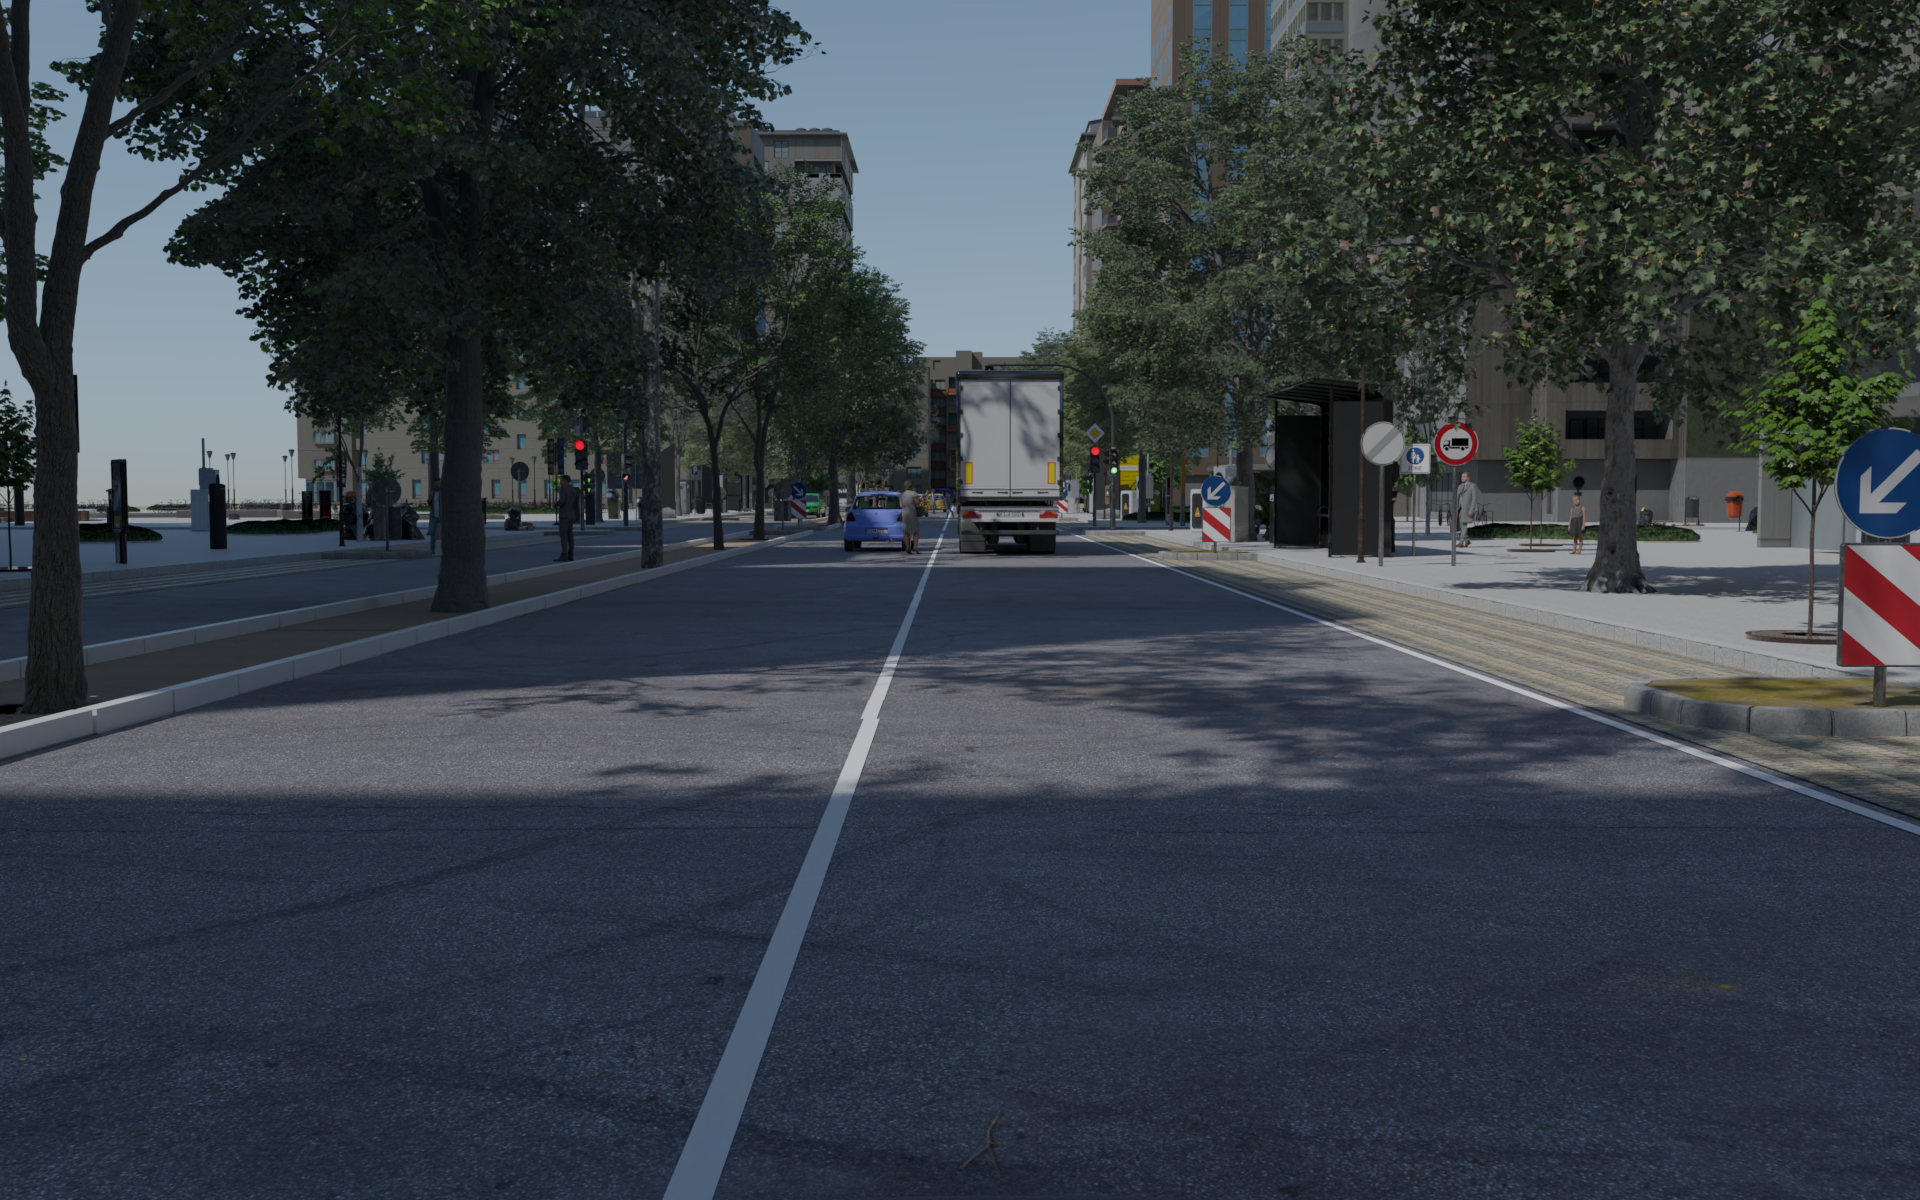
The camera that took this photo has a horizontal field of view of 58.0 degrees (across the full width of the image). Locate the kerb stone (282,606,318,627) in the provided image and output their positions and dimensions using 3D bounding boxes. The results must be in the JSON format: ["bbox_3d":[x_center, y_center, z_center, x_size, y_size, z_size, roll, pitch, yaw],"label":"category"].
[{"bbox_3d":[-7.325,0.195,19.012,0.120,0.150,1.000,0,3,0],"label":"kerb stone"}]

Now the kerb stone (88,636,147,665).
[{"bbox_3d":[-7.322,0.445,14.918,0.120,0.150,1.000,0,3,0],"label":"kerb stone"}]

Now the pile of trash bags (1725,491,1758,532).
[{"bbox_3d":[27.902,-3.056,59.720,3.447,1.369,1.912,-1,4,-16],"label":"pile of trash bags"}]

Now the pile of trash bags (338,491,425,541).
[{"bbox_3d":[-16.683,-2.405,49.071,1.912,1.369,3.447,-3,5,-45],"label":"pile of trash bags"}]

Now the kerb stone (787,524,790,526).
[{"bbox_3d":[-7.383,-3.099,72.895,0.120,0.150,1.000,0,3,0],"label":"kerb stone"}]

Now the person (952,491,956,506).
[{"bbox_3d":[-0.698,-12.066,206.305,0.617,1.759,0.750,3,4,38],"label":"person"}]

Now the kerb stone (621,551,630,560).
[{"bbox_3d":[-7.351,-0.931,37.469,0.120,0.150,1.000,0,3,0],"label":"kerb stone"}]

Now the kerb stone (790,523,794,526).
[{"bbox_3d":[-7.395,-3.221,74.949,0.120,0.150,1.000,0,3,0],"label":"kerb stone"}]

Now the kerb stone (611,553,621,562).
[{"bbox_3d":[-7.353,-0.872,36.446,0.120,0.150,1.000,0,3,0],"label":"kerb stone"}]

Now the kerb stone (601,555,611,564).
[{"bbox_3d":[-7.346,-0.796,35.425,0.120,0.150,1.000,0,3,0],"label":"kerb stone"}]

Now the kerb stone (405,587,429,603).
[{"bbox_3d":[-7.325,-0.053,23.102,0.120,0.150,1.000,0,3,0],"label":"kerb stone"}]

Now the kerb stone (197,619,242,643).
[{"bbox_3d":[-7.324,0.320,16.967,0.120,0.150,1.000,0,3,0],"label":"kerb stone"}]

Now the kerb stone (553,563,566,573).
[{"bbox_3d":[-7.344,-0.555,31.317,0.120,0.150,1.000,0,3,0],"label":"kerb stone"}]

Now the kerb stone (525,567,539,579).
[{"bbox_3d":[-7.336,-0.432,29.265,0.120,0.150,1.000,0,3,0],"label":"kerb stone"}]

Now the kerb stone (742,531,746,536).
[{"bbox_3d":[-7.369,-2.184,58.001,0.120,0.150,1.000,0,3,0],"label":"kerb stone"}]

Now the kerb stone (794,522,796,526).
[{"bbox_3d":[-7.395,-3.282,75.975,0.120,0.150,1.000,0,3,0],"label":"kerb stone"}]

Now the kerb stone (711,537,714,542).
[{"bbox_3d":[-7.367,-1.749,50.793,0.120,0.150,1.000,0,3,0],"label":"kerb stone"}]

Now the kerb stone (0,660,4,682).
[{"bbox_3d":[-7.320,0.570,12.870,0.120,0.150,1.000,0,3,0],"label":"kerb stone"}]

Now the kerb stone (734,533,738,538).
[{"bbox_3d":[-7.371,-2.060,55.936,0.120,0.150,1.000,0,3,0],"label":"kerb stone"}]

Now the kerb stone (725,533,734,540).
[{"bbox_3d":[-7.361,-2.001,54.909,0.120,0.150,1.000,0,3,0],"label":"kerb stone"}]

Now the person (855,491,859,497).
[{"bbox_3d":[-8.744,-8.578,148.879,0.705,1.807,1.348,1,4,18],"label":"person"}]

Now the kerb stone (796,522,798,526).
[{"bbox_3d":[-7.396,-3.352,77.001,0.120,0.150,1.000,0,3,0],"label":"kerb stone"}]

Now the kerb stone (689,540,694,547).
[{"bbox_3d":[-7.365,-1.499,46.705,0.120,0.150,1.000,0,3,0],"label":"kerb stone"}]

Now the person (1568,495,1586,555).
[{"bbox_3d":[13.053,-1.585,36.632,0.373,1.253,0.362,-2,4,-35],"label":"person"}]

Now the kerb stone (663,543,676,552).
[{"bbox_3d":[-7.349,-1.304,43.610,0.120,0.150,1.000,0,3,0],"label":"kerb stone"}]

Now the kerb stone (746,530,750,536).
[{"bbox_3d":[-7.371,-2.249,59.027,0.120,0.150,1.000,0,3,0],"label":"kerb stone"}]

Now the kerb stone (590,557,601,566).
[{"bbox_3d":[-7.339,-0.743,34.392,0.120,0.150,1.000,0,3,0],"label":"kerb stone"}]

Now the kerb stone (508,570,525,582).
[{"bbox_3d":[-7.329,-0.366,28.243,0.120,0.150,1.000,0,3,0],"label":"kerb stone"}]

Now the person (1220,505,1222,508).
[{"bbox_3d":[8.903,-3.291,59.867,0.620,1.820,0.660,2,4,33],"label":"person"}]

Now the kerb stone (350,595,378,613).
[{"bbox_3d":[-7.332,0.070,21.058,0.120,0.150,1.000,0,3,0],"label":"kerb stone"}]

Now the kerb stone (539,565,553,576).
[{"bbox_3d":[-7.340,-0.495,30.295,0.120,0.150,1.000,0,3,0],"label":"kerb stone"}]

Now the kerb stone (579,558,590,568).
[{"bbox_3d":[-7.339,-0.681,33.370,0.120,0.150,1.000,0,3,0],"label":"kerb stone"}]

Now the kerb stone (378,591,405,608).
[{"bbox_3d":[-7.329,0.007,22.080,0.120,0.150,1.000,0,3,0],"label":"kerb stone"}]

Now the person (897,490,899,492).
[{"bbox_3d":[-5.509,-8.910,154.157,0.705,1.826,1.348,1,4,9],"label":"person"}]

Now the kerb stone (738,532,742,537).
[{"bbox_3d":[-7.373,-2.127,56.970,0.120,0.150,1.000,0,3,0],"label":"kerb stone"}]

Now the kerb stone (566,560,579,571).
[{"bbox_3d":[-7.337,-0.618,32.344,0.120,0.150,1.000,0,3,0],"label":"kerb stone"}]

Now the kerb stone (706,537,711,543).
[{"bbox_3d":[-7.364,-1.684,49.771,0.120,0.150,1.000,0,3,0],"label":"kerb stone"}]

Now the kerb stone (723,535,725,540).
[{"bbox_3d":[-7.367,-1.875,52.852,0.120,0.150,1.000,0,3,0],"label":"kerb stone"}]

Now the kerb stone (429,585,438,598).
[{"bbox_3d":[-7.330,-0.112,24.137,0.120,0.150,1.000,0,3,0],"label":"kerb stone"}]

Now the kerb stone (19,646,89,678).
[{"bbox_3d":[-7.322,0.508,13.896,0.120,0.150,1.000,0,3,0],"label":"kerb stone"}]

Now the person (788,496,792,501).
[{"bbox_3d":[-15.319,-9.161,156.492,0.551,1.740,0.621,0,4,1],"label":"person"}]

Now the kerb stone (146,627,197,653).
[{"bbox_3d":[-7.328,0.384,15.945,0.120,0.150,1.000,0,3,0],"label":"kerb stone"}]

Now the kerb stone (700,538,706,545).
[{"bbox_3d":[-7.364,-1.622,48.749,0.120,0.150,1.000,0,3,0],"label":"kerb stone"}]

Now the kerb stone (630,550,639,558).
[{"bbox_3d":[-7.350,-0.997,38.493,0.120,0.150,1.000,0,3,0],"label":"kerb stone"}]

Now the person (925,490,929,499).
[{"bbox_3d":[-2.827,-8.731,151.245,1.348,1.826,0.705,-3,5,-41],"label":"person"}]

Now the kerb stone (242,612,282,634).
[{"bbox_3d":[-7.330,0.257,17.989,0.120,0.150,1.000,0,3,0],"label":"kerb stone"}]

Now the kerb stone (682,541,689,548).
[{"bbox_3d":[-7.360,-1.436,45.677,0.120,0.150,1.000,0,3,0],"label":"kerb stone"}]

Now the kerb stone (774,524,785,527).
[{"bbox_3d":[-7.384,-2.975,70.847,0.120,0.150,1.000,0,3,0],"label":"kerb stone"}]

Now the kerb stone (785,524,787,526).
[{"bbox_3d":[-7.381,-3.038,71.872,0.120,0.150,1.000,0,3,0],"label":"kerb stone"}]

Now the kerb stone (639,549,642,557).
[{"bbox_3d":[-7.348,-1.059,39.515,0.120,0.150,1.000,0,3,0],"label":"kerb stone"}]

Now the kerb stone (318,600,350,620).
[{"bbox_3d":[-7.328,0.132,20.034,0.120,0.150,1.000,0,3,0],"label":"kerb stone"}]

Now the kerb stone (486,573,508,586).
[{"bbox_3d":[-7.333,-0.307,27.209,0.120,0.150,1.000,0,3,0],"label":"kerb stone"}]

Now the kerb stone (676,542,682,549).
[{"bbox_3d":[-7.362,-1.373,44.640,0.120,0.150,1.000,0,3,0],"label":"kerb stone"}]

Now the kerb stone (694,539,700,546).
[{"bbox_3d":[-7.359,-1.562,47.727,0.120,0.150,1.000,0,3,0],"label":"kerb stone"}]
